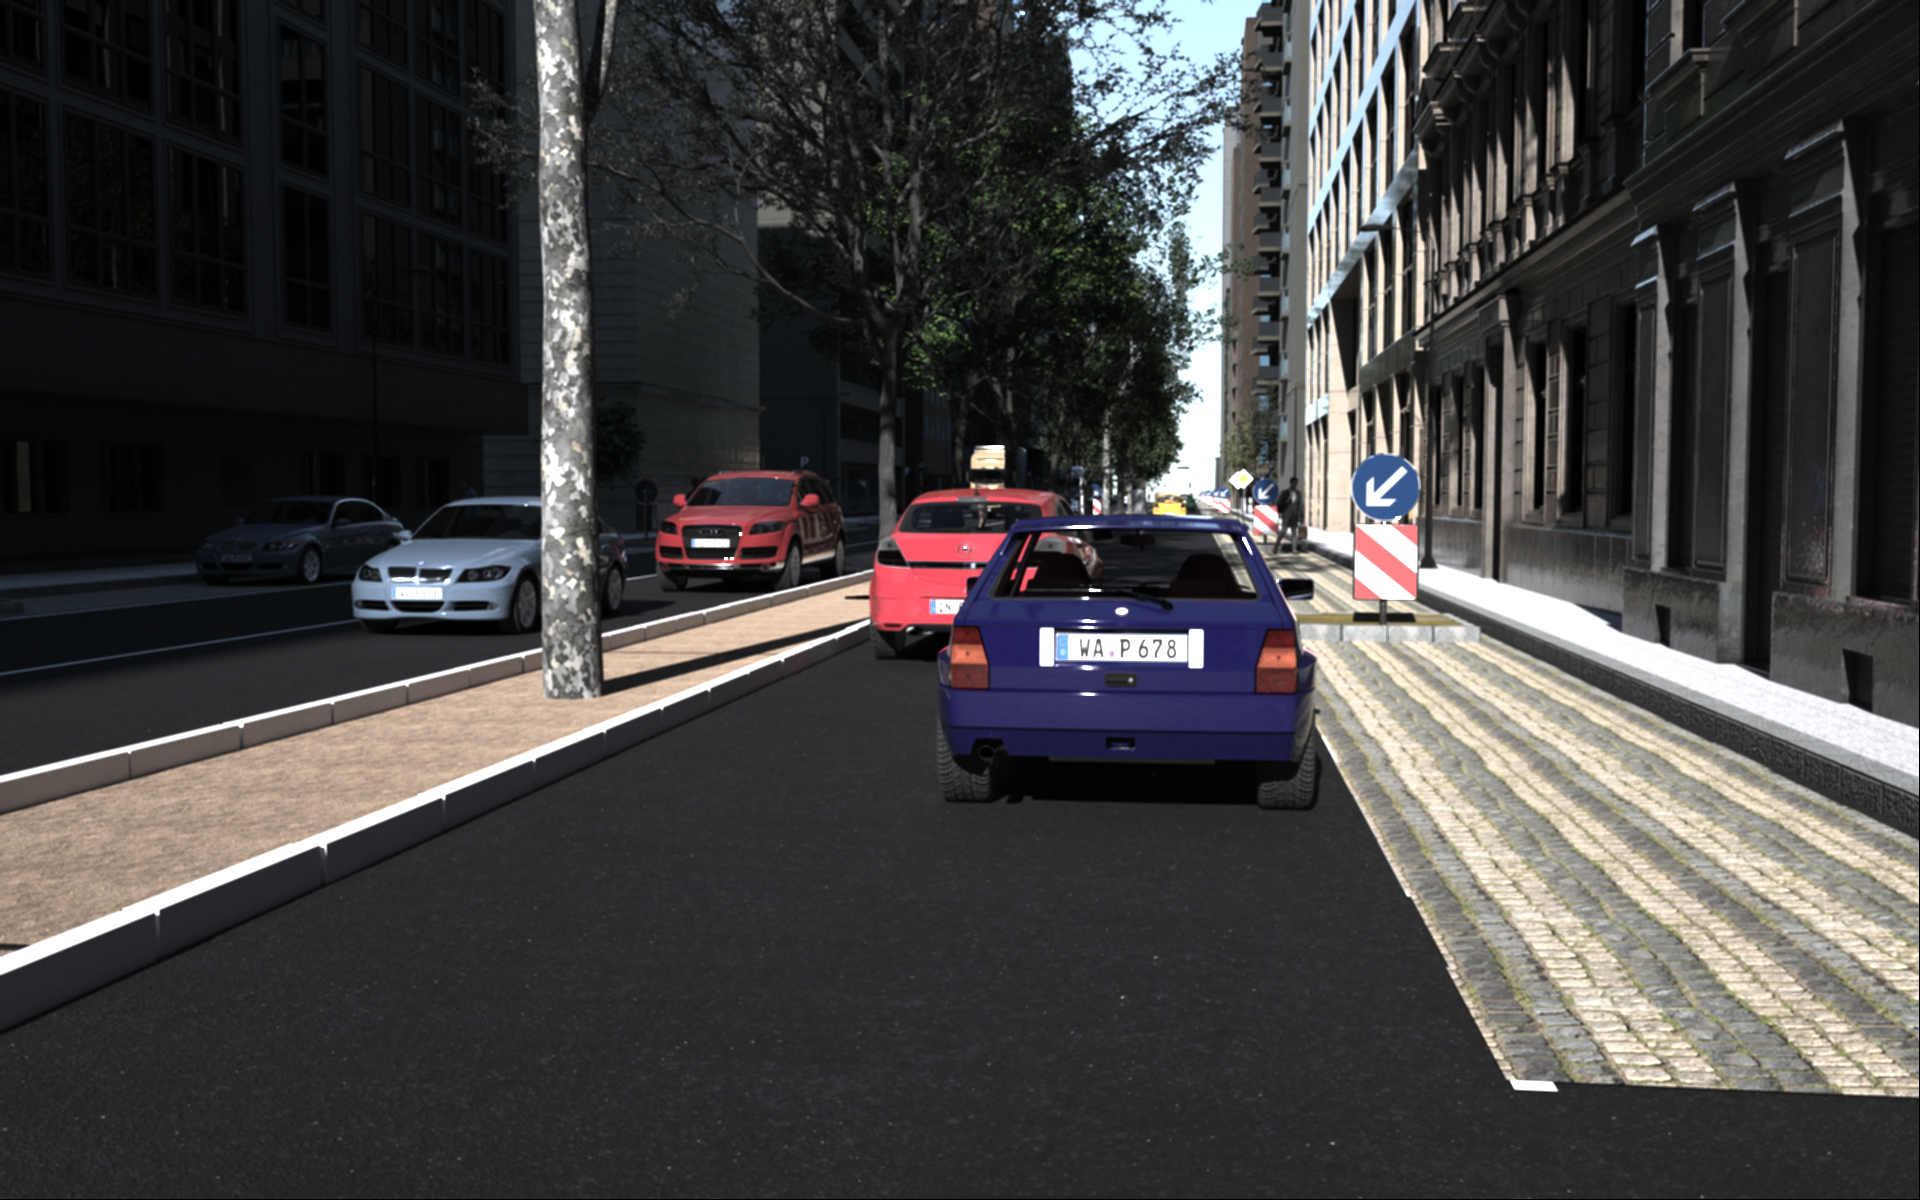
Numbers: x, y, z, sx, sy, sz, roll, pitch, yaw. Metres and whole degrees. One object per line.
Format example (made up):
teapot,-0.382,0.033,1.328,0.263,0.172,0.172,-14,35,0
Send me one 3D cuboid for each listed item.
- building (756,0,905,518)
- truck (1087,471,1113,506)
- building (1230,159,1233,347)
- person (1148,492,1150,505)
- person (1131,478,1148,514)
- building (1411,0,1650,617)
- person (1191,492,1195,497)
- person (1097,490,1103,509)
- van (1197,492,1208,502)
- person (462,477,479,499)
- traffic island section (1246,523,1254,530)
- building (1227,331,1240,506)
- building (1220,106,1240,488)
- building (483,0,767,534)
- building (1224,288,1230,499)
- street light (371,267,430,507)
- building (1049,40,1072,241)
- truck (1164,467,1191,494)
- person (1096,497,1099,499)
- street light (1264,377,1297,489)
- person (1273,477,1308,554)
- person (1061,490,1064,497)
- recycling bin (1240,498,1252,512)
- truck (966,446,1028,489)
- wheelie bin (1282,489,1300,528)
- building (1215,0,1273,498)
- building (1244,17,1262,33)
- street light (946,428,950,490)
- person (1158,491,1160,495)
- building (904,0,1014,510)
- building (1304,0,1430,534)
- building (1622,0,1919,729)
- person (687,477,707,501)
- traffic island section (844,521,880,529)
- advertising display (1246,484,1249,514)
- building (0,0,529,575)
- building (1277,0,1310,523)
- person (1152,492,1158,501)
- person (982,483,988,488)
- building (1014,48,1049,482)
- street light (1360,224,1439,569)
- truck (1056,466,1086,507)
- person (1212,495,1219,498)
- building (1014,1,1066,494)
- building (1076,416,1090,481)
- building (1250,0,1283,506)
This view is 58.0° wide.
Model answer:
building,-15.405,-29.036,98.441,21.300,48.544,21.600,0,4,8
truck,16.866,-13.507,209.749,2.839,4.237,11.283,1,4,9
building,41.017,-34.703,217.497,14.600,45.320,14.200,0,4,8
person,24.477,-13.153,224.464,0.530,1.710,0.541,2,4,23
person,4.583,-2.208,44.485,0.514,1.842,0.818,2,4,34
building,12.574,-9.776,24.460,10.561,19.102,19.286,0,4,8
person,38.468,-17.068,287.564,1.348,1.823,0.705,-2,4,-34
person,14.069,-9.885,170.208,1.350,1.814,0.705,1,4,19
van,40.942,-17.434,292.048,2.013,2.044,4.112,0,4,7
person,-9.950,-1.625,35.405,0.444,1.785,0.601,-1,4,-18
traffic island section,12.386,-3.354,77.113,2.009,0.180,2.903,0,4,8
building,44.519,-21.449,195.731,27.650,21.520,28.899,0,4,8
building,50.126,-44.028,261.850,21.231,58.520,28.212,0,4,8
building,-30.505,-17.674,65.377,44.131,29.872,17.030,0,4,8
building,43.987,-28.756,241.869,14.160,30.474,14.107,0,4,8
street light,-11.543,-3.863,35.709,1.470,5.913,1.316,0,4,8
building,9.550,-51.388,278.441,20.563,71.187,20.611,0,4,8
truck,23.081,-11.923,183.855,2.839,4.237,11.283,0,4,7
person,14.466,-10.597,182.681,0.541,1.710,0.530,-1,4,-9
street light,12.781,-5.892,68.878,1.470,5.913,1.316,0,4,8
person,7.807,-1.988,40.960,0.622,1.834,0.822,-2,4,-25
person,9.576,-9.326,160.965,0.705,1.826,1.348,0,4,2
recycling bin,20.184,-6.698,122.061,0.722,1.027,0.722,0,4,-1
truck,2.305,-6.974,102.930,2.839,4.237,11.283,0,4,7
wheelie bin,12.611,-3.557,66.061,0.693,1.594,0.980,0,4,5
building,54.687,-59.829,290.880,22.319,86.520,31.000,0,4,8
building,33.023,-31.202,160.263,14.600,45.320,14.200,0,4,8
street light,-0.377,-8.934,118.611,1.470,5.913,1.316,0,4,8
person,24.533,-12.479,212.401,0.599,1.838,0.709,1,4,10
building,-3.033,-30.360,146.494,14.600,45.320,14.200,0,4,8
building,20.965,-15.016,50.024,19.350,26.468,34.151,0,4,8
building,9.571,-9.587,5.894,9.793,20.994,18.267,0,4,8
person,-5.978,-1.929,40.009,0.573,1.828,0.580,1,4,21
traffic island section,-4.307,-3.490,79.335,2.009,0.180,2.903,0,4,8
advertising display,18.789,-6.612,113.327,0.123,1.923,0.974,0,4,5
building,-19.561,-14.702,33.889,14.314,27.812,24.014,0,4,8
building,26.768,-28.232,85.288,21.600,48.544,21.300,0,4,8
person,25.692,-13.354,227.558,1.217,1.743,0.721,-3,5,-39
person,0.769,-2.858,55.567,0.374,1.781,0.599,3,5,40
building,-3.518,-38.000,210.533,28.713,52.752,27.495,0,4,8
street light,7.568,-3.506,29.872,1.470,5.913,1.316,0,4,8
truck,11.369,-11.183,172.599,2.967,4.110,18.799,0,4,6
person,26.547,-10.489,180.540,0.990,1.755,0.434,-1,4,-16
building,5.098,-57.442,251.854,22.319,86.520,31.000,0,4,8
building,15.098,-39.517,296.220,14.600,45.320,14.200,0,4,8
building,32.140,-28.638,122.852,22.147,44.769,28.867,0,4,8
